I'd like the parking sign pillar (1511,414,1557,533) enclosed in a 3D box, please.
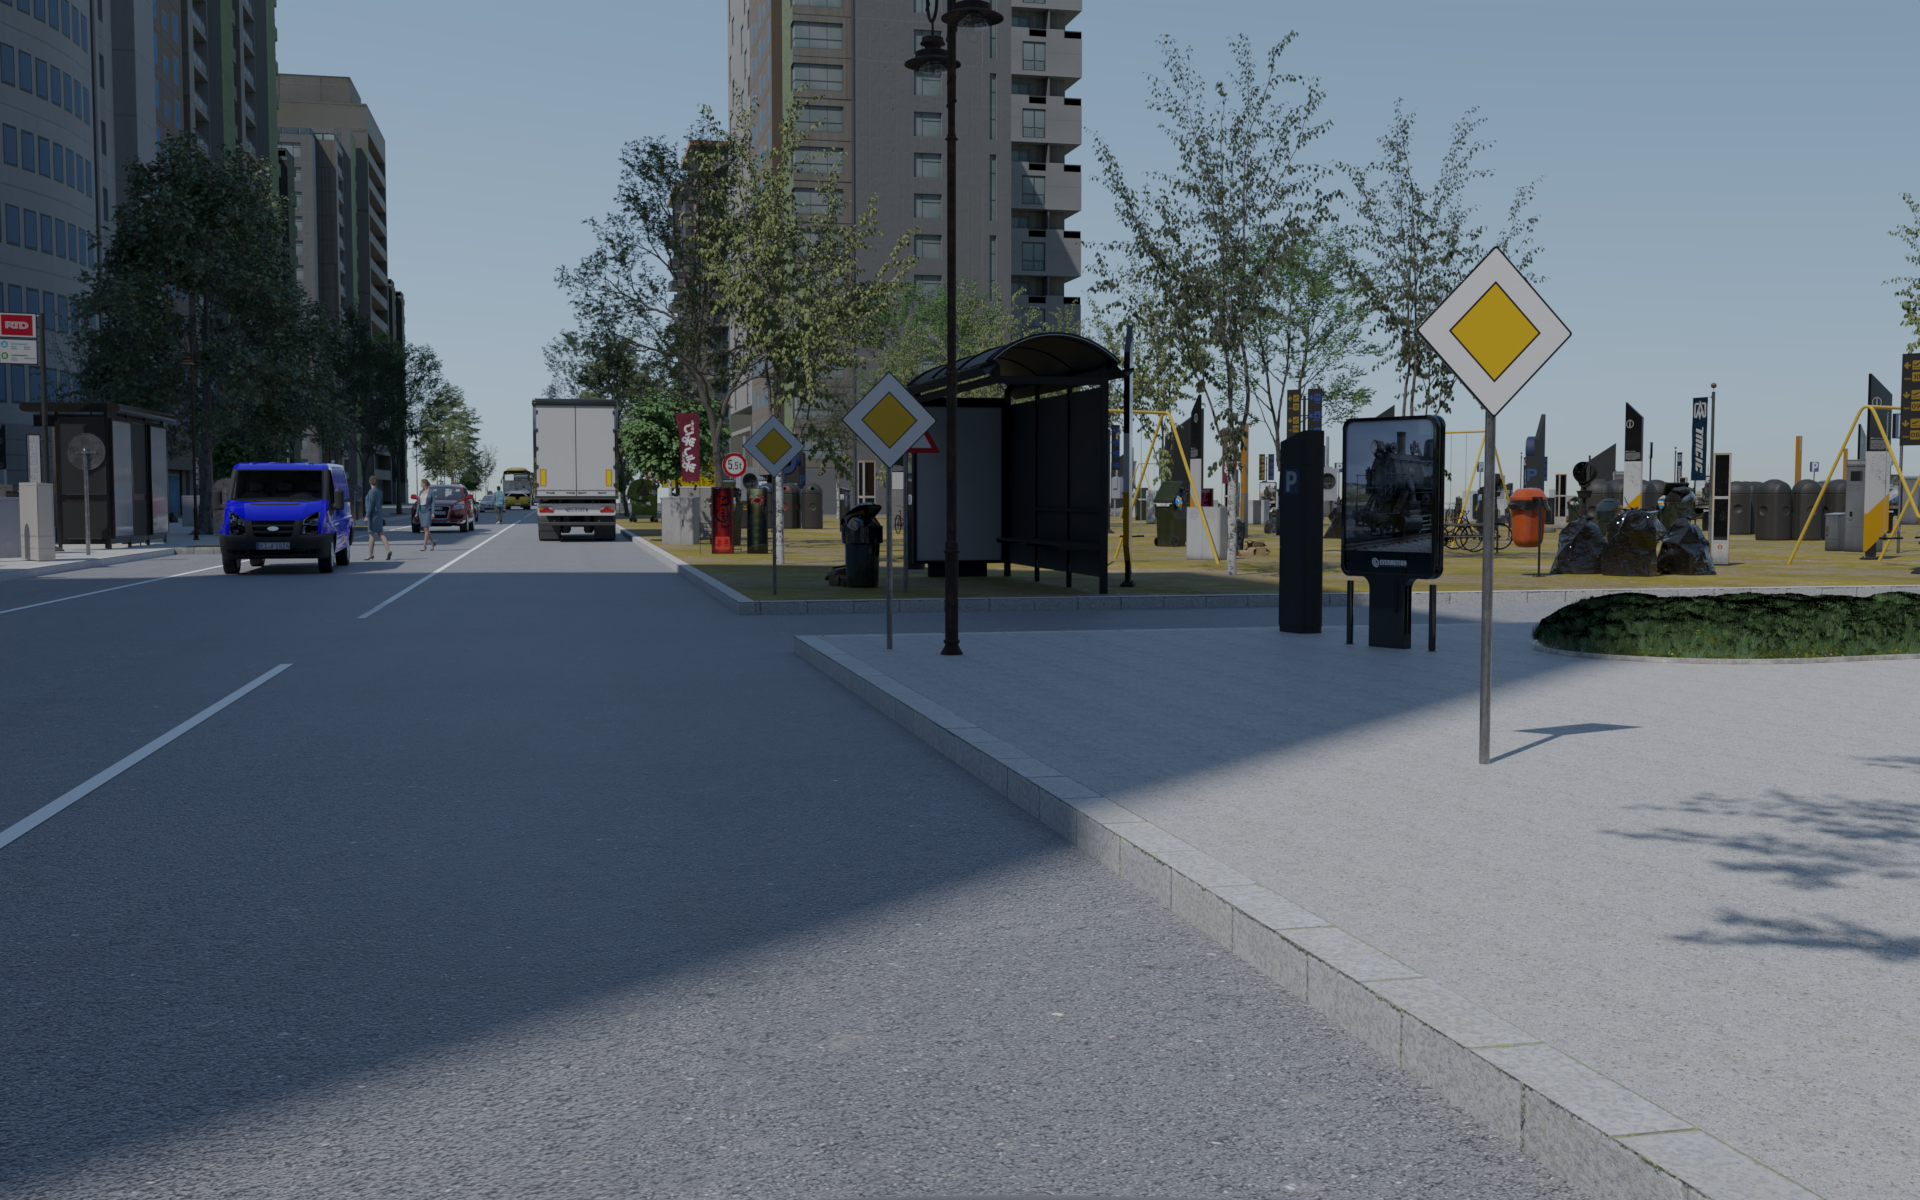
[{"bbox_3d":[19.210,-4.244,57.854,1.447,3.967,1.447,2,4,27],"label":"parking sign pillar"}]

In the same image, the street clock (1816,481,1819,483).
[{"bbox_3d":[48.650,-5.753,98.632,0.471,2.002,0.358,0,4,0],"label":"street clock"}]

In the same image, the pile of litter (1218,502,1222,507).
[{"bbox_3d":[14.273,-5.070,96.860,1.719,0.858,1.176,3,5,41],"label":"pile of litter"}]

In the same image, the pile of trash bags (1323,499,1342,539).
[{"bbox_3d":[11.806,-2.399,48.973,1.912,1.369,3.447,-1,4,-20],"label":"pile of trash bags"}]

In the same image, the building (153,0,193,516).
[{"bbox_3d":[-51.393,-27.198,94.794,14.600,45.320,14.200,-1,4,-13],"label":"building"}]

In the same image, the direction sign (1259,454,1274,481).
[{"bbox_3d":[17.304,-6.472,97.815,0.876,3.537,0.379,2,4,26],"label":"direction sign"}]

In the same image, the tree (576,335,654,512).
[{"bbox_3d":[-24.559,-12.592,124.009,7.486,12.596,7.792,0,3,0],"label":"tree"}]

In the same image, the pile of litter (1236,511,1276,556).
[{"bbox_3d":[6.049,-1.379,36.512,1.176,0.858,1.719,3,5,44],"label":"pile of litter"}]

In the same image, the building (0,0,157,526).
[{"bbox_3d":[-46.550,-32.197,68.427,21.231,58.520,28.212,-1,4,-13],"label":"building"}]

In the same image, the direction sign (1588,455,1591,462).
[{"bbox_3d":[36.719,-6.672,101.081,0.379,3.537,0.876,2,4,27],"label":"direction sign"}]

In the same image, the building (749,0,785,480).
[{"bbox_3d":[-7.870,-29.259,128.496,14.600,45.320,14.200,-1,4,-13],"label":"building"}]

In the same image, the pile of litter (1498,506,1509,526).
[{"bbox_3d":[22.157,-3.371,69.080,1.719,0.858,1.176,-1,4,-16],"label":"pile of litter"}]

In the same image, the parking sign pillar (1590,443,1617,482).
[{"bbox_3d":[34.083,-6.322,91.831,1.447,3.967,1.447,2,4,30],"label":"parking sign pillar"}]

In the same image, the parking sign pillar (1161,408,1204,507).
[{"bbox_3d":[6.960,-4.023,54.251,1.447,3.967,1.447,-1,4,-20],"label":"parking sign pillar"}]

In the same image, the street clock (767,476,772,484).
[{"bbox_3d":[-7.531,-3.996,69.899,0.471,2.002,0.358,2,4,25],"label":"street clock"}]

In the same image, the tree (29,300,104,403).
[{"bbox_3d":[-31.496,-6.901,63.190,4.360,8.622,3.978,0,3,0],"label":"tree"}]

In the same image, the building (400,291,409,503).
[{"bbox_3d":[-83.269,-28.382,235.744,14.160,30.474,14.107,-1,4,-13],"label":"building"}]

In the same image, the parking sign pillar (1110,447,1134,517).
[{"bbox_3d":[9.302,-6.784,99.383,1.447,3.967,1.447,0,4,3],"label":"parking sign pillar"}]

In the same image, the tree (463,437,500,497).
[{"bbox_3d":[-61.204,-16.388,218.307,4.360,8.622,3.978,0,3,0],"label":"tree"}]

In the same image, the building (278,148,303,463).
[{"bbox_3d":[-60.724,-22.349,137.100,14.160,30.474,14.107,-1,4,-13],"label":"building"}]

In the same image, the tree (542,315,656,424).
[{"bbox_3d":[-35.910,-19.817,179.897,12.611,20.169,13.585,0,3,0],"label":"tree"}]

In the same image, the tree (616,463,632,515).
[{"bbox_3d":[-20.751,-6.795,105.707,1.663,3.219,1.824,0,3,0],"label":"tree"}]

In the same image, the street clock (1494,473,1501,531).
[{"bbox_3d":[18.740,-3.424,60.552,0.358,2.002,0.471,1,4,21],"label":"street clock"}]

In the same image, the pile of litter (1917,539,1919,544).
[{"bbox_3d":[24.925,-1.829,43.876,1.176,0.858,1.719,2,4,24],"label":"pile of litter"}]

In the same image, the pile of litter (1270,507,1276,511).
[{"bbox_3d":[10.491,-2.586,56.248,1.176,0.858,1.719,3,5,42],"label":"pile of litter"}]

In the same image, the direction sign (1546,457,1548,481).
[{"bbox_3d":[34.949,-6.871,104.344,0.876,3.537,0.379,0,4,-6],"label":"direction sign"}]

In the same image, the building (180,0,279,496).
[{"bbox_3d":[-56.673,-26.877,123.026,14.154,41.232,14.086,-1,4,-13],"label":"building"}]

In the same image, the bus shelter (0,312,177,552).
[{"bbox_3d":[-20.680,-3.879,41.046,2.179,5.291,8.768,-1,4,-13],"label":"bus shelter"}]

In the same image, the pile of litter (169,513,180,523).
[{"bbox_3d":[-35.729,-3.879,77.383,1.719,0.858,1.176,-3,5,-41],"label":"pile of litter"}]

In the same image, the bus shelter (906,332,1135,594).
[{"bbox_3d":[0.596,-1.861,24.356,2.014,3.302,5.546,-1,4,-13],"label":"bus shelter"}]

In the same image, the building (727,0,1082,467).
[{"bbox_3d":[-5.394,-34.325,150.456,28.713,52.752,27.495,-1,4,-13],"label":"building"}]

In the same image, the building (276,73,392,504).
[{"bbox_3d":[-79.294,-35.454,203.373,21.300,48.544,21.600,-1,4,-13],"label":"building"}]

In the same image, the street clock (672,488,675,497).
[{"bbox_3d":[-14.876,-5.190,89.430,0.471,2.002,0.358,-3,5,-39],"label":"street clock"}]

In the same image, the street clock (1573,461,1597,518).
[{"bbox_3d":[13.873,-2.075,38.496,0.471,2.002,0.358,3,5,44],"label":"street clock"}]

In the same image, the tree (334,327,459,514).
[{"bbox_3d":[-35.696,-11.229,109.350,9.928,11.665,9.643,0,3,0],"label":"tree"}]

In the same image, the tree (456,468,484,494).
[{"bbox_3d":[-58.904,-13.744,208.435,4.285,4.588,4.351,0,3,0],"label":"tree"}]

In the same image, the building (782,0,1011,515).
[{"bbox_3d":[-4.932,-26.374,114.811,14.154,41.232,14.086,-1,4,-13],"label":"building"}]

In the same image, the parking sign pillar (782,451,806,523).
[{"bbox_3d":[-7.530,-5.470,77.899,1.447,3.967,1.447,3,5,42],"label":"parking sign pillar"}]

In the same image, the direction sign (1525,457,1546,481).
[{"bbox_3d":[30.070,-6.038,90.724,0.876,3.537,0.379,1,4,16],"label":"direction sign"}]

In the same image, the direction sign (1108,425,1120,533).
[{"bbox_3d":[4.867,-3.943,56.468,0.876,3.537,0.379,-3,4,-36],"label":"direction sign"}]

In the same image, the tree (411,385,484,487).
[{"bbox_3d":[-53.284,-16.037,180.324,7.486,12.596,7.792,0,3,0],"label":"tree"}]

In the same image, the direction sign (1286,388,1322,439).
[{"bbox_3d":[7.413,-2.775,37.364,0.876,3.537,0.379,3,5,44],"label":"direction sign"}]

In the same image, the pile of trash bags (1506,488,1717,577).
[{"bbox_3d":[10.177,-1.088,27.543,3.447,1.369,1.912,-1,4,-22],"label":"pile of trash bags"}]

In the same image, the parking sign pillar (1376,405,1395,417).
[{"bbox_3d":[12.438,-3.910,52.393,1.447,3.967,1.447,0,4,6],"label":"parking sign pillar"}]

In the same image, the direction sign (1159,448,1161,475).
[{"bbox_3d":[10.064,-5.647,84.319,0.876,3.537,0.379,3,4,37],"label":"direction sign"}]

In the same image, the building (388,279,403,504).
[{"bbox_3d":[-80.106,-27.543,222.021,14.160,30.474,14.107,-1,4,-13],"label":"building"}]

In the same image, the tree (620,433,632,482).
[{"bbox_3d":[-42.950,-17.557,204.071,9.611,12.733,9.660,0,3,0],"label":"tree"}]

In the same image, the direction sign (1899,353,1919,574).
[{"bbox_3d":[15.477,-2.183,27.696,0.379,3.537,0.876,-3,4,-39],"label":"direction sign"}]
